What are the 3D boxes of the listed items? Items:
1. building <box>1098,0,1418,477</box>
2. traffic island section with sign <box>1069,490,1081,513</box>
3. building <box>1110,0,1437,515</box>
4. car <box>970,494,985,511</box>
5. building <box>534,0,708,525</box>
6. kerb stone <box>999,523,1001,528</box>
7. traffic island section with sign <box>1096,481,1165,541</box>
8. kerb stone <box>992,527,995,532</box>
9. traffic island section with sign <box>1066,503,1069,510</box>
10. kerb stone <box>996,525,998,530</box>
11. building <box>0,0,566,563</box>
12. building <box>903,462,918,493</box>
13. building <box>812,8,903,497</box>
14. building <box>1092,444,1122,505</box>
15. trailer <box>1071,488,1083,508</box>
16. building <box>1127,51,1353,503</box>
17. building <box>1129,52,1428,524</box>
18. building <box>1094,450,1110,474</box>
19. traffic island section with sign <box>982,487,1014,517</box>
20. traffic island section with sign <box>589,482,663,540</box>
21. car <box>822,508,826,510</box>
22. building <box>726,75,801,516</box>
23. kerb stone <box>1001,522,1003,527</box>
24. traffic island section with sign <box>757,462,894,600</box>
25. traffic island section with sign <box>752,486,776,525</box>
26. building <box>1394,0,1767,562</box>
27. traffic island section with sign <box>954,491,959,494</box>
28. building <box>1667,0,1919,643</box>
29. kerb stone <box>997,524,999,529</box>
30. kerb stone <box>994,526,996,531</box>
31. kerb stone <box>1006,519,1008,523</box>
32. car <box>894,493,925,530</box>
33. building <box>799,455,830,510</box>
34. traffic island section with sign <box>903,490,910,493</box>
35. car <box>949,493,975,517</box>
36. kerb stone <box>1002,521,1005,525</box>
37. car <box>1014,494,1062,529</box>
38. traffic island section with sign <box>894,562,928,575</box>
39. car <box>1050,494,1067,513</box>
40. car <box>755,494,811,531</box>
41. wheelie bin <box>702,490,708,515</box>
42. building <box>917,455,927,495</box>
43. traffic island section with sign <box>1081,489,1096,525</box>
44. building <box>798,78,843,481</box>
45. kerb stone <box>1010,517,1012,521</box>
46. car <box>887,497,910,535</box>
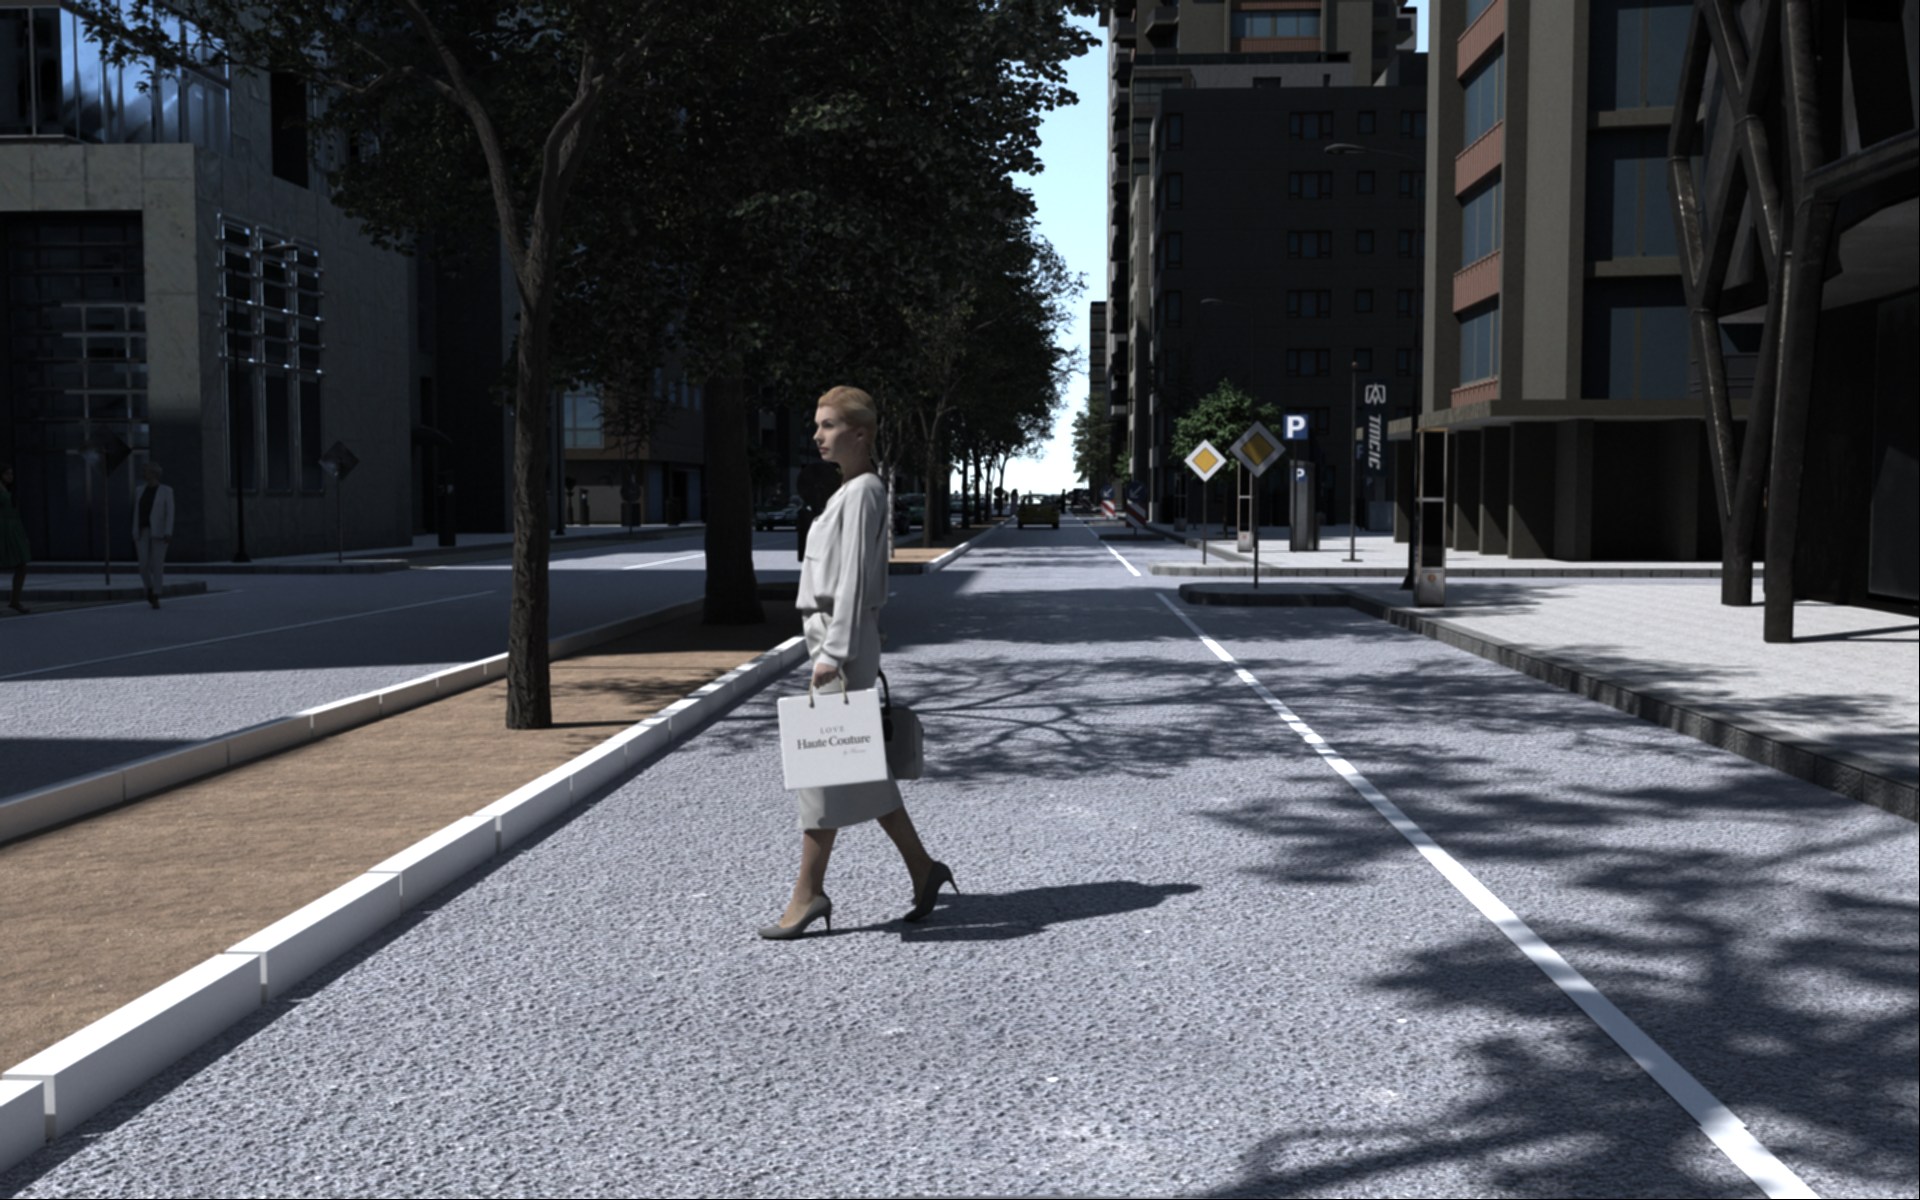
[{"bbox_3d":[27.948,-35.315,166.640,28.713,52.752,27.495,0,4,3],"label":"building"},{"bbox_3d":[9.426,-7.457,130.542,1.989,1.847,2.006,0,4,3],"label":"traffic island section with sign"},{"bbox_3d":[23.347,-29.603,138.627,22.147,44.769,28.867,0,4,3],"label":"building"},{"bbox_3d":[1.290,-7.183,129.239,2.131,1.459,4.920,0,4,1],"label":"car"},{"bbox_3d":[-19.241,-26.120,77.169,14.600,45.320,14.200,0,4,3],"label":"building"},{"bbox_3d":[1.491,-2.946,70.376,0.120,0.150,1.000,0,4,3],"label":"kerb stone"},{"bbox_3d":[5.341,-2.777,54.038,1.989,1.847,2.006,0,4,3],"label":"traffic island section with sign"},{"bbox_3d":[1.105,-2.507,63.213,0.120,0.150,1.000,0,4,3],"label":"kerb stone"},{"bbox_3d":[10.865,-9.103,157.459,1.989,1.847,2.006,0,4,3],"label":"traffic island section with sign"},{"bbox_3d":[1.269,-2.696,66.281,0.120,0.150,1.000,0,4,3],"label":"kerb stone"},{"bbox_3d":[-24.357,-44.827,45.598,22.319,86.520,31.000,0,4,3],"label":"building"},{"bbox_3d":[-9.329,-34.949,255.008,14.154,41.232,14.086,0,4,3],"label":"building"},{"bbox_3d":[-16.922,-32.990,163.084,21.300,48.544,21.600,0,4,3],"label":"building"},{"bbox_3d":[26.533,-47.119,208.647,20.563,71.187,20.611,0,4,3],"label":"building"},{"bbox_3d":[11.994,-10.338,176.081,1.471,1.999,3.904,0,4,2],"label":"trailer"},{"bbox_3d":[18.380,-21.138,117.309,14.160,30.474,14.107,0,4,3],"label":"building"},{"bbox_3d":[23.156,-14.850,87.845,27.650,21.520,28.899,0,4,3],"label":"building"},{"bbox_3d":[29.719,-56.338,233.803,22.319,86.520,31.000,0,4,3],"label":"building"},{"bbox_3d":[2.356,-6.018,106.532,2.006,1.907,1.989,0,4,3],"label":"traffic island section with sign"},{"bbox_3d":[-10.424,-2.801,54.426,1.989,1.847,2.006,0,4,3],"label":"traffic island section with sign"},{"bbox_3d":[-5.640,-4.396,81.469,1.945,1.707,3.694,0,4,2],"label":"car"},{"bbox_3d":[-17.194,-20.081,100.025,14.160,30.474,14.107,0,4,3],"label":"building"},{"bbox_3d":[1.646,-3.134,73.452,0.120,0.150,1.000,0,4,3],"label":"kerb stone"},{"bbox_3d":[-2.043,-0.977,24.103,2.006,1.907,1.989,0,4,3],"label":"traffic island section with sign"},{"bbox_3d":[-8.983,-4.458,81.516,1.989,1.847,2.006,0,4,3],"label":"traffic island section with sign"},{"bbox_3d":[24.657,-23.588,40.289,28.867,44.769,22.147,0,4,3],"label":"building"},{"bbox_3d":[-0.435,-14.251,241.638,1.989,1.847,2.006,0,4,3],"label":"traffic island section with sign"},{"bbox_3d":[15.010,-8.904,13.036,16.820,18.784,16.811,0,4,3],"label":"building"},{"bbox_3d":[1.381,-2.822,68.331,0.120,0.150,1.000,0,4,3],"label":"kerb stone"},{"bbox_3d":[1.156,-2.571,64.237,0.120,0.150,1.000,0,4,3],"label":"kerb stone"},{"bbox_3d":[2.027,-3.574,80.626,0.120,0.150,1.000,0,4,3],"label":"kerb stone"},{"bbox_3d":[-2.040,-3.640,68.315,1.959,1.807,4.718,0,4,2],"label":"car"},{"bbox_3d":[-19.716,-41.535,117.354,20.563,71.187,20.611,0,4,3],"label":"building"},{"bbox_3d":[-4.875,-9.165,158.480,1.989,1.847,2.006,0,4,3],"label":"traffic island section with sign"},{"bbox_3d":[-0.018,-6.215,110.403,1.959,1.807,4.718,0,4,3],"label":"car"},{"bbox_3d":[1.763,-3.260,75.503,0.120,0.150,1.000,0,4,3],"label":"kerb stone"},{"bbox_3d":[3.251,-3.797,72.303,2.015,1.641,3.980,0,4,1],"label":"car"},{"bbox_3d":[-1.639,-1.429,31.499,2.006,1.907,1.989,0,4,3],"label":"traffic island section with sign"},{"bbox_3d":[7.112,-7.411,132.974,2.131,1.459,4.920,0,4,4],"label":"car"},{"bbox_3d":[-6.887,-3.439,68.020,2.131,1.459,4.920,0,4,2],"label":"car"},{"bbox_3d":[-11.191,-4.277,77.844,0.693,1.594,0.980,2,4,24],"label":"wheelie bin"},{"bbox_3d":[-11.038,-34.376,212.150,14.600,45.320,14.200,0,4,3],"label":"building"},{"bbox_3d":[6.790,-4.431,81.079,1.989,1.847,2.006,0,4,3],"label":"traffic island section with sign"},{"bbox_3d":[-24.584,-27.460,140.850,32.217,40.220,23.993,0,4,3],"label":"building"},{"bbox_3d":[2.415,-4.011,87.781,0.120,0.150,1.000,0,4,3],"label":"kerb stone"},{"bbox_3d":[-2.726,-3.004,61.701,1.945,1.354,3.894,0,4,2],"label":"car"}]
